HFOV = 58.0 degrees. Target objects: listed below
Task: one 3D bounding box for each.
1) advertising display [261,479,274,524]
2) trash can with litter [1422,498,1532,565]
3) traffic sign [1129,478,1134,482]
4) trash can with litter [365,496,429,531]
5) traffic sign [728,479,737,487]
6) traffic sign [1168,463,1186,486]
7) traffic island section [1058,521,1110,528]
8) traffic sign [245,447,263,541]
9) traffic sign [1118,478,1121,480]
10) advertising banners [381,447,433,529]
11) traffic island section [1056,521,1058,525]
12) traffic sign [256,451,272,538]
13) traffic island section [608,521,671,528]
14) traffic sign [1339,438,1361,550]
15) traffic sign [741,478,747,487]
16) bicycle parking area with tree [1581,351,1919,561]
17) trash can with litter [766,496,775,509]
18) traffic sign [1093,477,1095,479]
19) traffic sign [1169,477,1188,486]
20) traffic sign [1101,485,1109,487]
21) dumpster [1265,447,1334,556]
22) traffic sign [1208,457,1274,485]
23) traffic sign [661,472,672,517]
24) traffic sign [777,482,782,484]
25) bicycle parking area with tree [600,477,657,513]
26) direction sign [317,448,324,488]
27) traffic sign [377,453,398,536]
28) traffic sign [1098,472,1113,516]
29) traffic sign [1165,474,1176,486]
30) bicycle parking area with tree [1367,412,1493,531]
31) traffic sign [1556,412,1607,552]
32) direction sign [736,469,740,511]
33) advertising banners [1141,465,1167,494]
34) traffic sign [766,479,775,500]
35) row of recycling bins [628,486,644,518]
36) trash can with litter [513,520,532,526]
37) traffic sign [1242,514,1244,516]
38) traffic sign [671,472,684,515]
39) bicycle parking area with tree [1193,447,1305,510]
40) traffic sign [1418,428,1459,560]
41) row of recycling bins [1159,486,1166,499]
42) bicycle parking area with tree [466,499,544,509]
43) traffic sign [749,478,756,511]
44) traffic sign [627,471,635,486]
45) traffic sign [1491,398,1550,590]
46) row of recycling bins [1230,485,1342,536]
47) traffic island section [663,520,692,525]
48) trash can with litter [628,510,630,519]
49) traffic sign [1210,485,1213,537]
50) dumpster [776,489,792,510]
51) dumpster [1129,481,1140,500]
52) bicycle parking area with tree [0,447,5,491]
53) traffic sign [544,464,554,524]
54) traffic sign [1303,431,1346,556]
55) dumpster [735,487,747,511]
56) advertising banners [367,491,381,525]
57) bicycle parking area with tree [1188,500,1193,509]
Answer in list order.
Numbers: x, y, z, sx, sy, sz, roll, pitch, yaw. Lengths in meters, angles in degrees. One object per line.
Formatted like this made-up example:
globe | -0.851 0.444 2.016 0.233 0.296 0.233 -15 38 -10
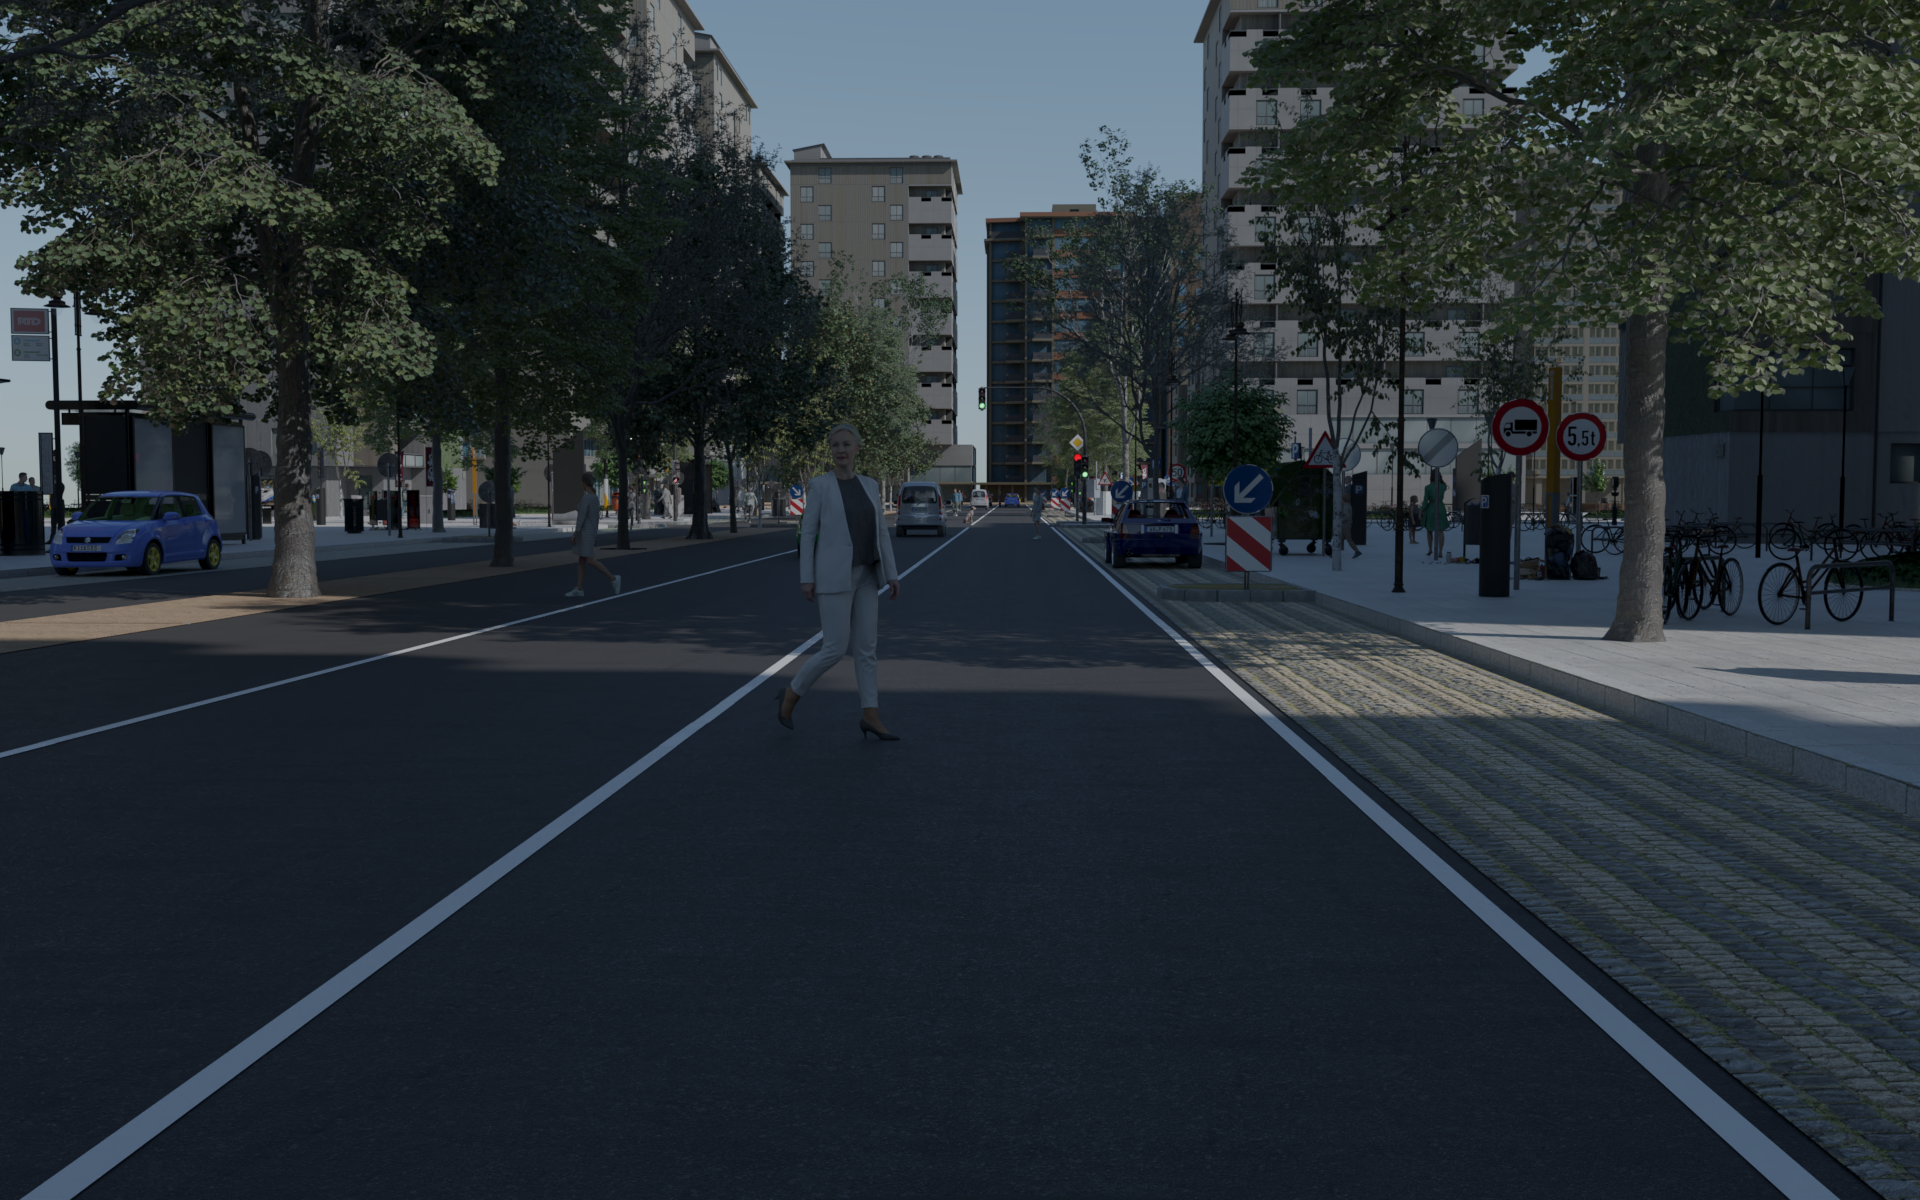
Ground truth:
advertising display | -29.741 -4.225 74.295 0.974 1.923 0.123 0 4 -3
trash can with litter | 9.735 -1.256 31.599 1.678 1.210 2.233 -3 5 -44
traffic sign | 13.246 -8.143 133.243 0.768 2.556 0.104 1 4 8
trash can with litter | -19.982 -3.076 61.349 2.233 1.210 1.678 -1 4 -18
traffic sign | -18.360 -8.541 139.747 0.768 2.556 0.104 1 4 10
traffic sign | 8.947 -4.363 71.436 0.768 2.556 0.104 0 4 6
traffic island section | 5.288 -3.130 73.454 2.009 0.180 2.903 0 4 2
traffic sign | -19.425 -2.890 47.353 0.768 2.556 0.104 1 4 9
traffic sign | 12.702 -8.520 139.411 0.768 2.556 0.104 0 4 6
advertising banners | -20.194 -4.138 63.836 2.074 3.025 0.090 -2 4 -35
traffic island section | 5.538 -3.618 81.436 2.009 0.180 2.903 0 4 2
traffic sign | -20.477 -3.092 50.665 0.768 2.556 0.104 1 4 10
traffic island section | -13.744 -3.166 74.053 2.009 0.180 2.903 0 4 2
traffic sign | 8.708 -2.400 39.352 0.768 2.556 0.104 0 4 6
traffic sign | -17.350 -8.548 139.862 0.768 2.556 0.104 1 4 10
bicycle parking area with tree | 17.746 -3.041 36.717 8.231 4.147 9.016 -2 4 -33
trash can with litter | -15.980 -8.316 147.024 1.678 1.210 2.233 -3 5 -42
traffic sign | 10.080 -7.972 130.347 0.884 2.594 0.081 1 4 10
traffic sign | 10.143 -4.908 80.253 0.884 2.594 0.081 0 4 7
traffic sign | 11.190 -8.173 133.726 0.768 2.556 0.104 1 4 9
dumpster | 7.157 -2.091 36.688 1.502 2.255 1.985 0 4 2
traffic sign | 9.307 -3.876 57.252 2.265 3.308 0.079 0 4 3
traffic sign | -16.120 -5.848 95.617 0.884 2.594 0.081 0 4 8
traffic sign | -14.899 -8.669 143.861 0.606 2.300 0.079 0 4 3
bicycle parking area with tree | -23.688 -8.133 119.970 8.231 4.147 9.016 0 4 5
direction sign | -31.178 -5.660 84.541 0.379 3.537 0.876 -3 4 -37
traffic sign | -17.591 -3.255 53.327 0.768 2.556 0.104 1 4 9
traffic sign | 8.545 -6.239 102.017 0.884 2.594 0.081 1 4 9
traffic sign | 12.837 -6.443 105.454 0.768 2.556 0.104 0 4 3
bicycle parking area with tree | 17.943 -4.642 62.894 9.016 4.147 8.231 0 4 7
traffic sign | 9.639 -1.641 26.944 0.768 2.556 0.104 1 4 8
direction sign | -16.797 -8.498 130.934 0.379 3.537 0.876 0 4 -1
advertising banners | 11.598 -6.570 103.613 2.074 3.025 0.090 -2 4 -35
traffic sign | -15.759 -8.853 144.743 0.884 2.594 0.081 0 4 2
row of recycling bins | -17.886 -5.332 94.293 1.069 1.692 3.534 -1 4 -19
trash can with litter | -18.650 -3.649 70.716 2.233 1.210 1.678 3 4 38
traffic sign | 8.113 -3.035 49.630 0.884 2.594 0.081 1 4 9
traffic sign | -15.656 -5.860 95.909 0.768 2.556 0.104 0 4 6
bicycle parking area with tree | 20.008 -7.364 107.410 9.016 4.147 8.231 0 4 -5
traffic sign | 9.220 -2.041 33.470 0.768 2.556 0.104 1 4 11
row of recycling bins | 9.750 -4.899 87.211 1.069 1.692 3.534 1 4 14
bicycle parking area with tree | -33.545 -7.981 117.495 8.231 4.147 9.016 3 5 44
traffic sign | -16.005 -8.174 133.753 0.768 2.556 0.104 0 4 3
traffic sign | -18.657 -5.951 97.408 0.768 2.556 0.104 0 4 6
traffic sign | 7.461 -1.409 23.144 0.768 2.556 0.104 0 4 2
row of recycling bins | 10.072 -2.835 53.471 3.534 1.692 1.069 1 4 19
traffic island section | -13.494 -3.655 82.034 2.009 0.180 2.903 0 4 2
trash can with litter | -16.738 -4.610 86.767 0.624 1.170 1.055 0 4 -4
traffic sign | 7.558 -3.172 51.963 0.768 2.556 0.104 0 4 3
dumpster | -14.475 -8.368 142.576 1.264 1.857 1.865 0 4 2
dumpster | 13.214 -7.877 131.281 1.502 2.255 1.985 0 4 2
bicycle parking area with tree | -57.462 -7.124 103.474 9.016 4.147 8.231 0 4 -7
traffic sign | -17.311 -4.491 73.535 0.768 2.556 0.104 0 4 8
traffic sign | 7.476 -2.174 35.556 0.884 2.594 0.081 0 4 2
dumpster | -17.351 -7.943 135.621 1.264 1.857 1.865 0 4 2
advertising banners | -23.391 -4.549 70.565 2.074 3.025 0.090 2 4 28
bicycle parking area with tree | 20.796 -8.056 118.716 8.231 4.147 9.016 2 4 34
